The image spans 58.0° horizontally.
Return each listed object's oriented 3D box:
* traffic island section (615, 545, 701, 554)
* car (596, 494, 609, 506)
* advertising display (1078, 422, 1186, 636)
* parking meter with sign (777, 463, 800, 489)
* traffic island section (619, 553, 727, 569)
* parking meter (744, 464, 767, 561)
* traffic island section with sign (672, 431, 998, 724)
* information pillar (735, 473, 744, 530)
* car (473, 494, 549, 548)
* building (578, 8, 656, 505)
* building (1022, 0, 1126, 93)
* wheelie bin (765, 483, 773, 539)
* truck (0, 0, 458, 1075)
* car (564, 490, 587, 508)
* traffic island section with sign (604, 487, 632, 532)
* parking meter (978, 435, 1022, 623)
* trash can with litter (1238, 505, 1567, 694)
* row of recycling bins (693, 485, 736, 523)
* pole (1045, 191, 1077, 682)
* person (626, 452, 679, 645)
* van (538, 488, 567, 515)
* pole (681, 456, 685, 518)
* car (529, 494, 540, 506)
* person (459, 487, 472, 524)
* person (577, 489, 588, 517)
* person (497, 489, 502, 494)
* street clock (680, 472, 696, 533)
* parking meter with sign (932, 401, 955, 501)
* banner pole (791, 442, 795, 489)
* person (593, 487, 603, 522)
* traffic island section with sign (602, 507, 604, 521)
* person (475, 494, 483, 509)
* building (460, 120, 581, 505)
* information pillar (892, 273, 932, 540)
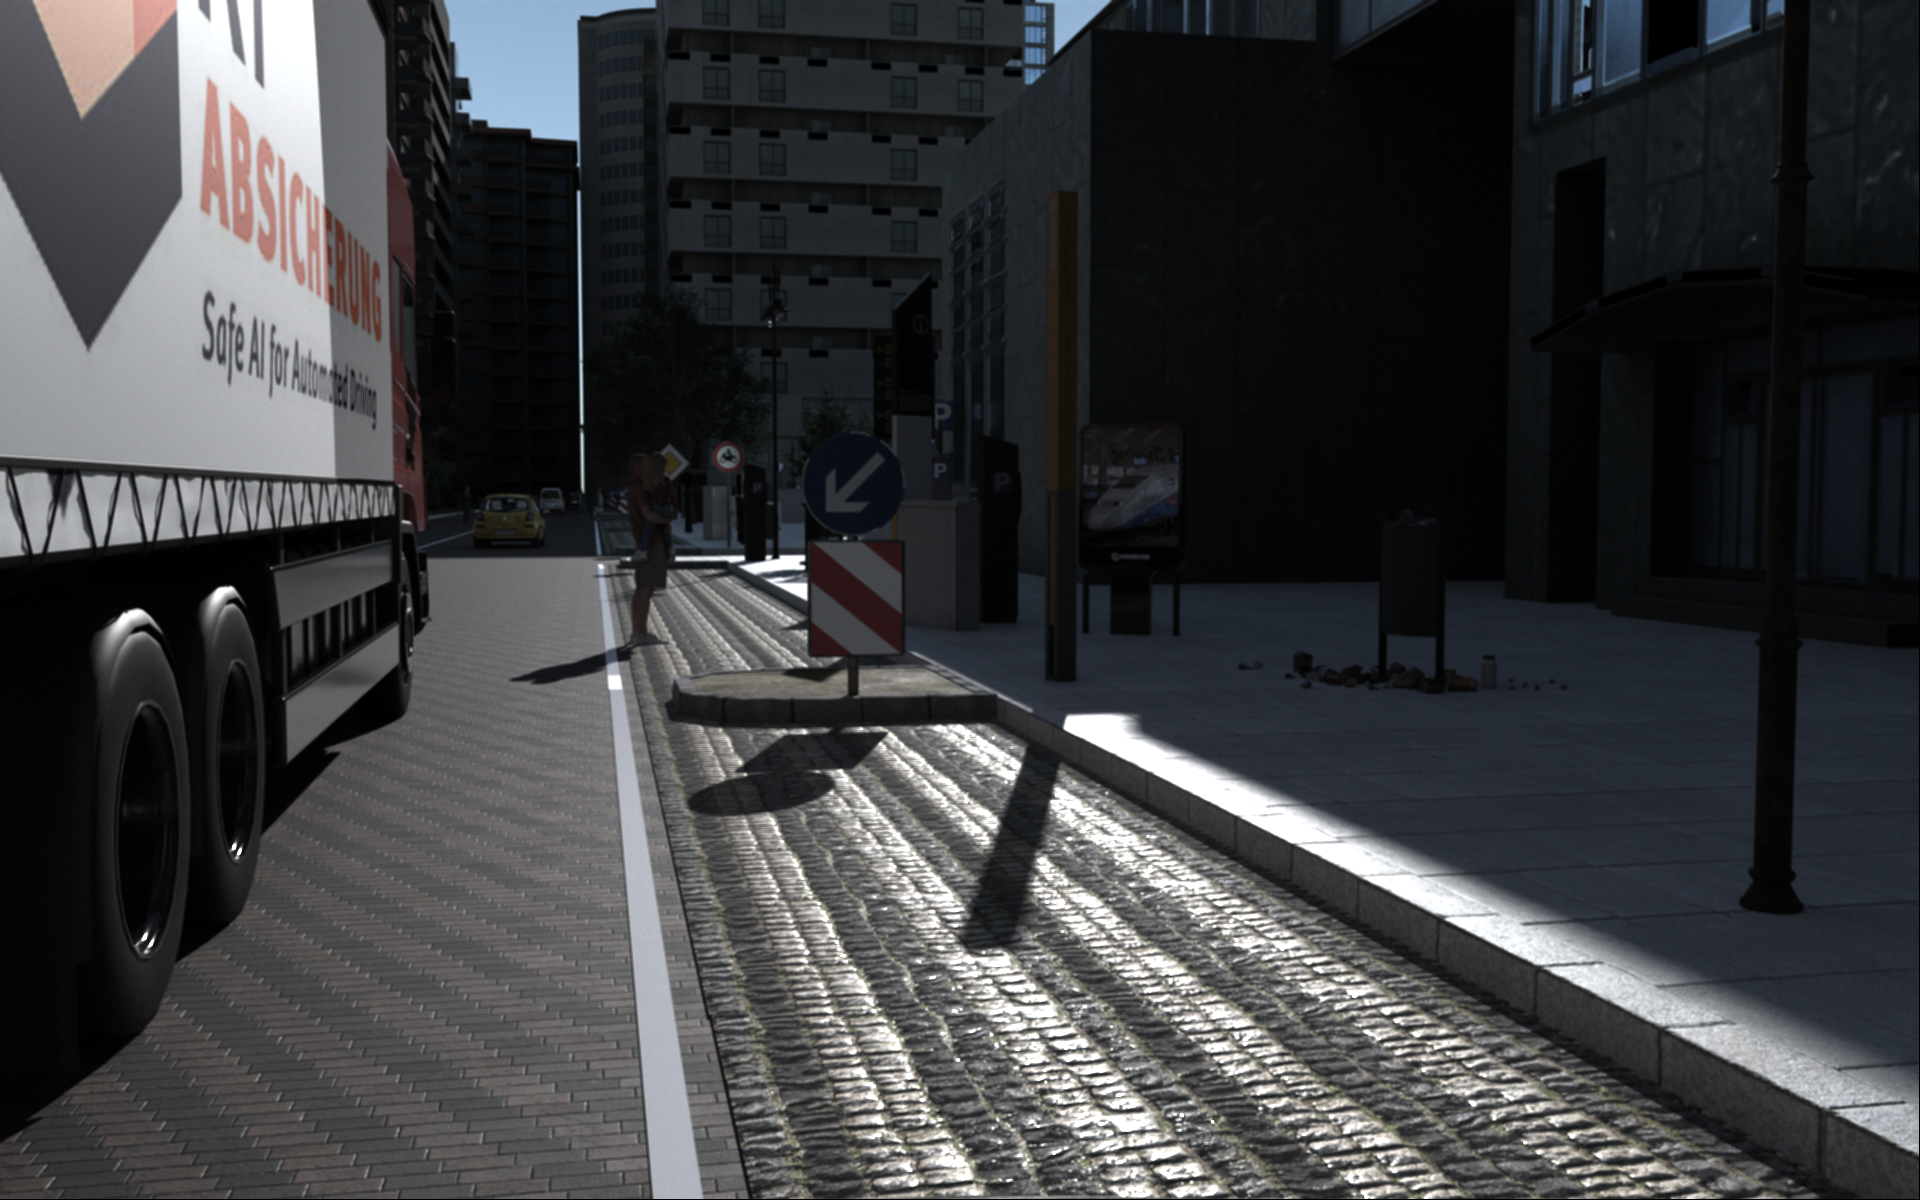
[{"bbox_3d":[-7.354,-1.208,42.040,2.009,0.180,2.903,-1,4,-12],"label":"traffic island section"},{"bbox_3d":[-37.150,-10.364,181.461,2.014,1.417,4.499,-1,4,-12],"label":"car"},{"bbox_3d":[1.564,-0.647,15.791,0.974,1.923,0.123,1,4,20],"label":"advertising display"},{"bbox_3d":[-9.245,-6.098,95.970,1.738,3.016,0.543,2,4,25],"label":"parking meter with sign"},{"bbox_3d":[-5.696,-0.731,34.228,2.009,0.180,2.903,-1,4,-12],"label":"traffic island section"},{"bbox_3d":[-3.931,-1.689,33.331,0.399,1.863,0.255,-2,4,-27],"label":"parking meter"},{"bbox_3d":[-0.931,-0.189,11.719,1.989,1.847,2.006,-1,4,-12],"label":"traffic island section with sign"},{"bbox_3d":[-7.781,-3.496,61.659,0.304,2.012,0.304,2,4,30],"label":"information pillar"},{"bbox_3d":[-12.256,-2.262,47.215,2.015,1.641,3.980,-1,4,-10],"label":"car"},{"bbox_3d":[-31.470,-40.839,209.723,28.212,58.520,21.231,-1,4,-12],"label":"building"},{"bbox_3d":[23.743,-36.528,186.476,27.495,52.752,28.713,-1,4,-12],"label":"building"},{"bbox_3d":[-5.688,-2.529,49.263,0.980,1.594,0.693,-3,5,-43],"label":"wheelie bin"},{"bbox_3d":[-3.990,-1.139,7.535,2.839,4.237,11.283,-1,4,-12],"label":"truck"},{"bbox_3d":[-39.009,-10.209,175.595,2.281,1.827,5.304,-1,4,-12],"label":"car"},{"bbox_3d":[-12.453,-3.516,66.107,1.989,1.847,2.006,-1,4,-12],"label":"traffic island section with sign"},{"bbox_3d":[0.392,-0.708,17.289,0.399,1.863,0.255,-1,4,-17],"label":"parking meter"},{"bbox_3d":[2.890,-0.054,11.948,1.678,1.210,2.233,-2,4,-33],"label":"trash can with litter"},{"bbox_3d":[-10.559,-4.389,78.871,3.534,1.692,1.069,-2,4,-35],"label":"row of recycling bins"},{"bbox_3d":[0.691,-1.099,11.813,0.158,3.312,0.155,0,3,0],"label":"pole"},{"bbox_3d":[-2.959,-0.491,16.495,0.580,1.828,0.573,2,4,23],"label":"person"},{"bbox_3d":[-28.535,-6.982,121.161,2.013,2.044,4.112,-1,4,-11],"label":"van"},{"bbox_3d":[-14.794,-6.033,92.481,0.158,3.312,0.155,0,3,0],"label":"pole"},{"bbox_3d":[-43.527,-10.310,177.371,1.959,1.807,4.718,-1,4,-11],"label":"car"},{"bbox_3d":[-23.438,-4.476,82.098,0.534,1.772,0.576,1,4,12],"label":"person"},{"bbox_3d":[-23.803,-6.129,109.052,0.623,1.781,0.721,1,4,20],"label":"person"},{"bbox_3d":[-39.355,-8.536,148.074,1.348,1.824,0.705,0,4,-4],"label":"person"},{"bbox_3d":[-8.987,-3.227,57.327,0.471,2.002,0.358,1,4,19],"label":"street clock"},{"bbox_3d":[-0.379,-2.172,31.774,0.543,3.016,1.738,0,4,1],"label":"parking meter with sign"},{"bbox_3d":[-7.952,-5.659,82.549,0.401,3.779,0.863,-1,4,-15],"label":"banner pole"},{"bbox_3d":[-18.742,-4.952,89.825,0.624,1.780,0.694,-1,4,-20],"label":"person"},{"bbox_3d":[-18.061,-5.128,92.475,1.989,1.847,2.006,-1,4,-12],"label":"traffic island section with sign"},{"bbox_3d":[-34.164,-6.812,123.131,0.557,1.426,1.065,-3,5,-43],"label":"person"},{"bbox_3d":[-59.550,-33.662,204.993,28.867,44.769,22.147,-1,4,-12],"label":"building"},{"bbox_3d":[-0.495,-1.650,18.331,0.504,3.616,0.183,-3,5,-39],"label":"information pillar"}]
